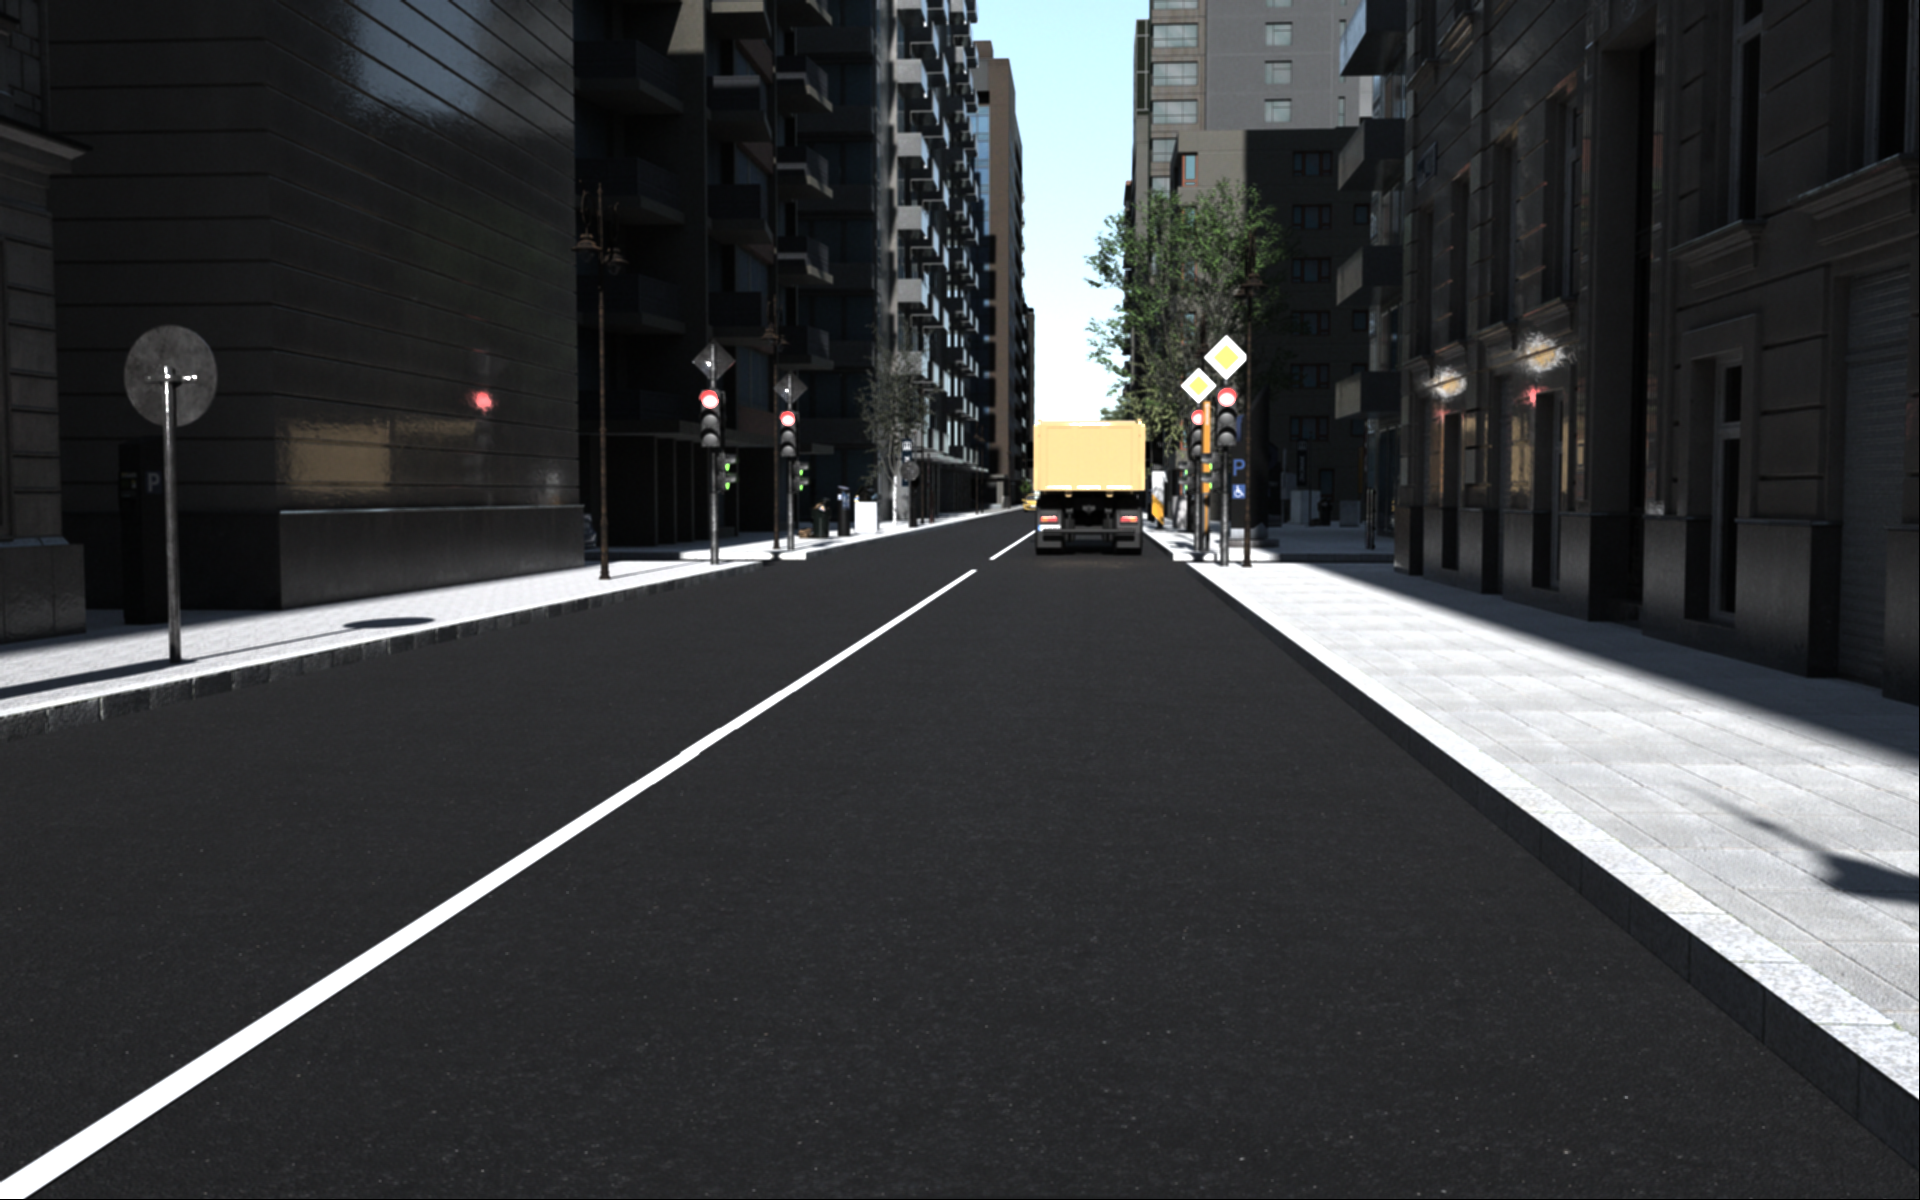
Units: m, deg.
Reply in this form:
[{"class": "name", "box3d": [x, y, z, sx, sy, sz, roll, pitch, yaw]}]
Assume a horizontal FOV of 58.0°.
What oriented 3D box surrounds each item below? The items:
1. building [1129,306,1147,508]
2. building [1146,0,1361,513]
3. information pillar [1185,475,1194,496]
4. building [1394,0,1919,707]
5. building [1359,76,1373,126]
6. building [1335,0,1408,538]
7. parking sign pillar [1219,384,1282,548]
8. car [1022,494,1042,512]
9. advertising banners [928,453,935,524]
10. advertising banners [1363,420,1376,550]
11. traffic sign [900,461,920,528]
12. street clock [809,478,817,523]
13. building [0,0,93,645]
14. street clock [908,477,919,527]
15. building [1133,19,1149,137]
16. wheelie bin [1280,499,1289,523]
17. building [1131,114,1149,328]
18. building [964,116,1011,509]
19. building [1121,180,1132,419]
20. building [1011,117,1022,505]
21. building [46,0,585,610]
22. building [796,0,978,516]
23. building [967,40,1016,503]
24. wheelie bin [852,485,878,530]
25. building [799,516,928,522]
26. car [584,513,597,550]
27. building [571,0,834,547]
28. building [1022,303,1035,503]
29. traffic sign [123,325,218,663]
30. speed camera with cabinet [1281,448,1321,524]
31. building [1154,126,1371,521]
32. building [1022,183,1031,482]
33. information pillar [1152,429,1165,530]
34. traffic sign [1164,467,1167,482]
[{"class": "building", "box3d": [31.095, -20.046, 172.783, 27.650, 21.520, 28.899, 0, 4, 4]}, {"class": "building", "box3d": [20.351, -26.881, 123.098, 14.154, 41.232, 14.086, 0, 4, 4]}, {"class": "information pillar", "box3d": [8.790, -3.765, 66.055, 0.304, 2.012, 0.304, -2, 4, -23]}, {"class": "building", "box3d": [11.876, -13.336, 15.310, 12.463, 27.353, 25.104, 0, 4, 4]}, {"class": "building", "box3d": [29.682, -33.895, 143.430, 28.713, 52.752, 27.495, 0, 4, 4]}, {"class": "building", "box3d": [26.749, -26.370, 50.765, 30.456, 49.044, 23.786, 0, 4, 4]}, {"class": "parking sign pillar", "box3d": [7.030, -3.271, 41.959, 1.447, 3.967, 1.447, 2, 4, 34]}, {"class": "car", "box3d": [6.021, -7.913, 139.603, 2.015, 1.641, 3.980, 0, 4, 5]}, {"class": "advertising banners", "box3d": [-1.257, -4.827, 75.116, 0.090, 3.025, 2.074, 0, 4, 7]}, {"class": "advertising banners", "box3d": [9.595, -2.717, 40.613, 0.090, 3.025, 2.074, 0, 4, 7]}, {"class": "traffic sign", "box3d": [-1.927, -4.040, 66.162, 0.768, 2.556, 0.104, 1, 4, 9]}, {"class": "street clock", "box3d": [-6.467, -4.383, 76.230, 0.358, 2.002, 0.471, 0, 4, 4]}, {"class": "building", "box3d": [-13.451, -8.692, 6.738, 10.561, 19.102, 19.286, 0, 4, 4]}, {"class": "street clock", "box3d": [-1.783, -3.804, 66.769, 0.358, 2.002, 0.471, 2, 4, 32]}, {"class": "building", "box3d": [34.149, -50.282, 260.366, 20.563, 71.187, 20.611, 0, 4, 4]}, {"class": "wheelie bin", "box3d": [14.233, -4.233, 77.118, 0.693, 1.594, 0.980, -2, 4, -31]}, {"class": "building", "box3d": [31.778, -35.933, 211.214, 21.300, 48.544, 21.600, 0, 4, 4]}, {"class": "building", "box3d": [-11.757, -28.499, 157.838, 32.217, 40.220, 23.993, 0, 4, 4]}, {"class": "building", "box3d": [33.268, -35.587, 236.475, 22.147, 44.769, 28.867, 0, 4, 4]}, {"class": "building", "box3d": [-3.543, -35.852, 209.876, 21.300, 48.544, 21.600, 0, 4, 4]}, {"class": "building", "box3d": [-19.119, -13.925, 24.941, 25.104, 27.353, 12.463, 0, 4, 4]}, {"class": "building", "box3d": [-10.228, -31.229, 130.200, 23.786, 49.044, 30.456, 0, 4, 4]}, {"class": "building", "box3d": [-1.599, -32.166, 176.026, 14.600, 45.320, 14.200, 0, 4, 4]}, {"class": "wheelie bin", "box3d": [-3.267, -3.193, 60.109, 0.693, 1.594, 0.980, 2, 4, 28]}, {"class": "building", "box3d": [-12.326, -28.862, 91.498, 23.786, 49.044, 30.456, 0, 4, 4]}, {"class": "car", "box3d": [-9.905, -1.481, 36.211, 4.499, 1.417, 2.014, 0, 4, 4]}, {"class": "building", "box3d": [-16.092, -24.440, 54.215, 22.147, 44.769, 28.867, 0, 4, 4]}, {"class": "building", "box3d": [3.913, -29.780, 258.596, 14.160, 30.474, 14.107, 0, 4, 4]}, {"class": "traffic sign", "box3d": [-5.958, -0.793, 13.072, 0.768, 2.556, 0.104, 1, 4, 8]}, {"class": "speed camera with cabinet", "box3d": [15.557, -5.231, 79.856, 2.038, 3.252, 0.660, 0, 4, -5]}, {"class": "building", "box3d": [25.248, -15.356, 96.102, 27.650, 21.520, 28.899, 0, 4, 4]}, {"class": "building", "box3d": [-2.486, -37.690, 235.835, 23.786, 49.044, 30.456, 0, 4, 4]}, {"class": "information pillar", "box3d": [7.170, -4.355, 62.557, 0.504, 3.616, 0.183, 3, 5, 40]}, {"class": "traffic sign", "box3d": [7.306, -3.752, 63.477, 0.606, 2.300, 0.079, 1, 4, 13]}]
